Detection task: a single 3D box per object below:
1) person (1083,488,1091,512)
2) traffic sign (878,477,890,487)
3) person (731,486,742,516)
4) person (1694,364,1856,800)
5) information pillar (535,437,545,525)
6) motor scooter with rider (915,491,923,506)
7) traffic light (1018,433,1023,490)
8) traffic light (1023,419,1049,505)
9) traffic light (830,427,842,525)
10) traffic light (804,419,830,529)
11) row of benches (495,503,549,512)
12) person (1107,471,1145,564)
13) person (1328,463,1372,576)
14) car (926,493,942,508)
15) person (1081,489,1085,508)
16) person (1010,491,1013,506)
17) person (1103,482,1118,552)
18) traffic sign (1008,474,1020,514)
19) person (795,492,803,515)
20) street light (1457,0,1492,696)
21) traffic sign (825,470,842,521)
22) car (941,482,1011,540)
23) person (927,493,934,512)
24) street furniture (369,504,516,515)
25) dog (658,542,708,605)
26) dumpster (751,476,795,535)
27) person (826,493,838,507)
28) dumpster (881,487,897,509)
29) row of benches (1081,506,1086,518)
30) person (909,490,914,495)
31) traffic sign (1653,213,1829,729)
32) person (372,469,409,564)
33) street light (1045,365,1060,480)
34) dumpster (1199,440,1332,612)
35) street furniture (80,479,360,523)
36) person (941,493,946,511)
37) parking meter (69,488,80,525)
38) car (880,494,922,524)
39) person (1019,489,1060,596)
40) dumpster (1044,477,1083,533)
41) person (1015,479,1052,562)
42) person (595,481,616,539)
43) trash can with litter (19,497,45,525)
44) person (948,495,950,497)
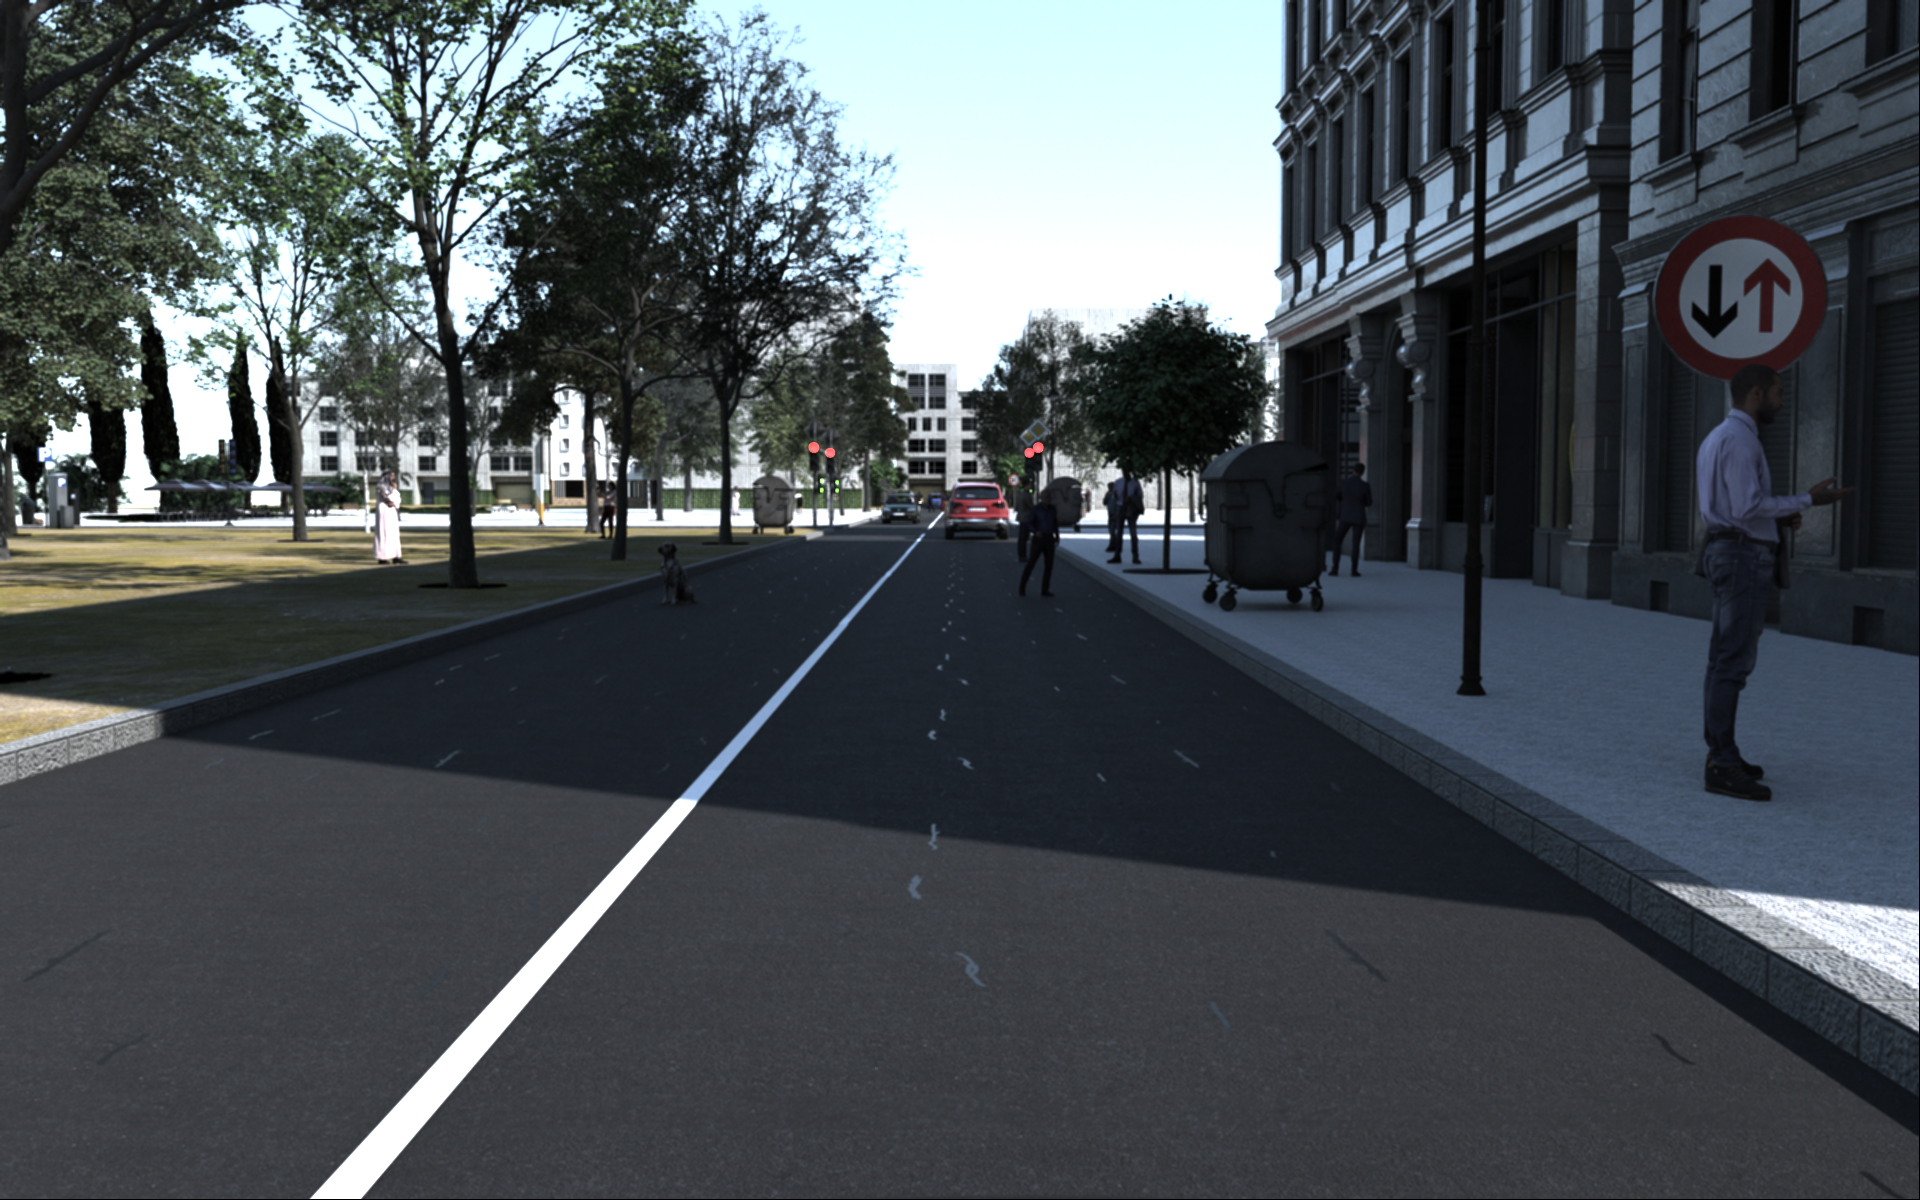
[{"bbox_3d":[8.890,-6.999,121.169,0.600,1.739,0.565,0,4,-7],"label":"person"},{"bbox_3d":[-5.562,-7.751,126.739,0.884,2.594,0.081,0,4,3],"label":"traffic sign"},{"bbox_3d":[-13.264,-5.857,102.482,0.621,1.740,0.551,0,4,2],"label":"person"},{"bbox_3d":[3.505,-0.097,7.491,0.599,1.838,0.709,1,4,13],"label":"person"},{"bbox_3d":[-17.356,-4.901,71.486,0.183,3.616,0.504,-3,5,-43],"label":"information pillar"},{"bbox_3d":[-4.179,-10.110,174.264,0.876,1.779,1.986,0,4,-2],"label":"motor scooter with rider"},{"bbox_3d":[2.838,-5.040,71.654,0.839,4.213,0.868,0,3,0],"label":"traffic light"},{"bbox_3d":[2.841,-4.552,63.669,0.839,4.213,0.868,0,3,0],"label":"traffic light"},{"bbox_3d":[-5.323,-5.039,71.636,0.839,4.213,0.868,0,3,0],"label":"traffic light"},{"bbox_3d":[-5.320,-4.551,63.650,0.839,4.213,0.868,0,3,0],"label":"traffic light"},{"bbox_3d":[-31.308,-6.644,124.096,4.104,0.672,1.422,-3,5,-42],"label":"row of benches"},{"bbox_3d":[3.030,-1.585,31.820,0.709,1.838,0.599,1,4,17],"label":"person"},{"bbox_3d":[6.112,-1.261,27.108,0.683,1.767,0.568,1,4,19],"label":"person"},{"bbox_3d":[-2.439,-10.090,174.567,1.945,1.707,3.694,0,4,1],"label":"car"},{"bbox_3d":[10.685,-8.817,151.142,0.436,1.711,0.756,-2,4,-32],"label":"person"},{"bbox_3d":[5.704,-11.189,189.698,0.721,1.743,1.217,-3,5,-45],"label":"person"},{"bbox_3d":[3.395,-1.845,38.420,0.429,1.552,0.499,0,4,-4],"label":"person"},{"bbox_3d":[3.416,-6.680,109.322,0.768,2.556,0.104,0,4,6],"label":"traffic sign"},{"bbox_3d":[-9.821,-5.897,105.641,0.799,1.438,0.628,3,5,40],"label":"person"},{"bbox_3d":[3.274,-2.332,10.915,0.468,5.910,1.993,0,3,0],"label":"street light"},{"bbox_3d":[-6.107,-5.112,83.580,0.884,2.594,0.081,1,4,9],"label":"traffic sign"},{"bbox_3d":[0.519,-2.903,56.134,2.281,1.827,5.304,0,4,0],"label":"car"},{"bbox_3d":[-2.398,-7.867,139.826,0.574,1.496,0.600,-1,4,-16],"label":"person"},{"bbox_3d":[-33.049,-5.833,111.003,10.072,0.657,5.734,3,4,39],"label":"street furniture"},{"bbox_3d":[-3.574,-0.352,22.597,0.800,0.831,0.513,-1,4,-20],"label":"dog"},{"bbox_3d":[-5.946,-3.018,55.095,1.264,1.857,1.865,0,4,0],"label":"dumpster"},{"bbox_3d":[-8.737,-6.690,118.615,0.799,1.438,0.628,-2,4,-24],"label":"person"},{"bbox_3d":[-5.832,-8.325,141.864,1.264,1.857,1.865,0,3,0],"label":"dumpster"},{"bbox_3d":[6.071,-4.637,91.282,1.422,0.672,4.104,1,4,11],"label":"row of benches"},{"bbox_3d":[-3.569,-7.142,125.934,0.621,1.740,0.551,-1,4,-15],"label":"person"},{"bbox_3d":[3.555,-0.481,7.979,0.768,2.556,0.104,0,4,5],"label":"traffic sign"},{"bbox_3d":[-10.402,-1.520,31.556,0.621,1.740,0.551,-1,4,-11],"label":"person"},{"bbox_3d":[3.327,-5.482,62.413,0.468,5.910,1.993,0,3,0],"label":"street light"},{"bbox_3d":[3.445,-0.847,19.600,1.264,1.857,1.865,0,4,0],"label":"dumpster"},{"bbox_3d":[-40.562,-5.162,89.432,14.083,1.986,27.439,0,4,-3],"label":"street furniture"},{"bbox_3d":[-1.335,-8.055,142.674,0.523,1.526,0.387,-2,4,-28],"label":"person"},{"bbox_3d":[-36.296,-3.829,71.013,0.372,1.533,0.369,0,3,0],"label":"parking meter"},{"bbox_3d":[-2.841,-4.543,84.071,2.009,1.686,4.222,0,4,2],"label":"car"},{"bbox_3d":[1.122,-0.801,24.289,0.574,1.496,0.600,0,4,0],"label":"person"},{"bbox_3d":[3.484,-3.204,58.149,1.264,1.857,1.865,0,3,0],"label":"dumpster"},{"bbox_3d":[1.558,-1.700,36.826,0.750,1.759,0.617,0,4,-3],"label":"person"},{"bbox_3d":[-10.080,-2.557,49.315,0.566,1.644,0.517,0,4,-7],"label":"person"},{"bbox_3d":[-38.231,-3.673,71.438,1.055,1.170,0.624,1,4,18],"label":"trash can with litter"},{"bbox_3d":[-0.623,-8.737,152.061,1.217,1.735,0.721,-2,4,-24],"label":"person"}]
